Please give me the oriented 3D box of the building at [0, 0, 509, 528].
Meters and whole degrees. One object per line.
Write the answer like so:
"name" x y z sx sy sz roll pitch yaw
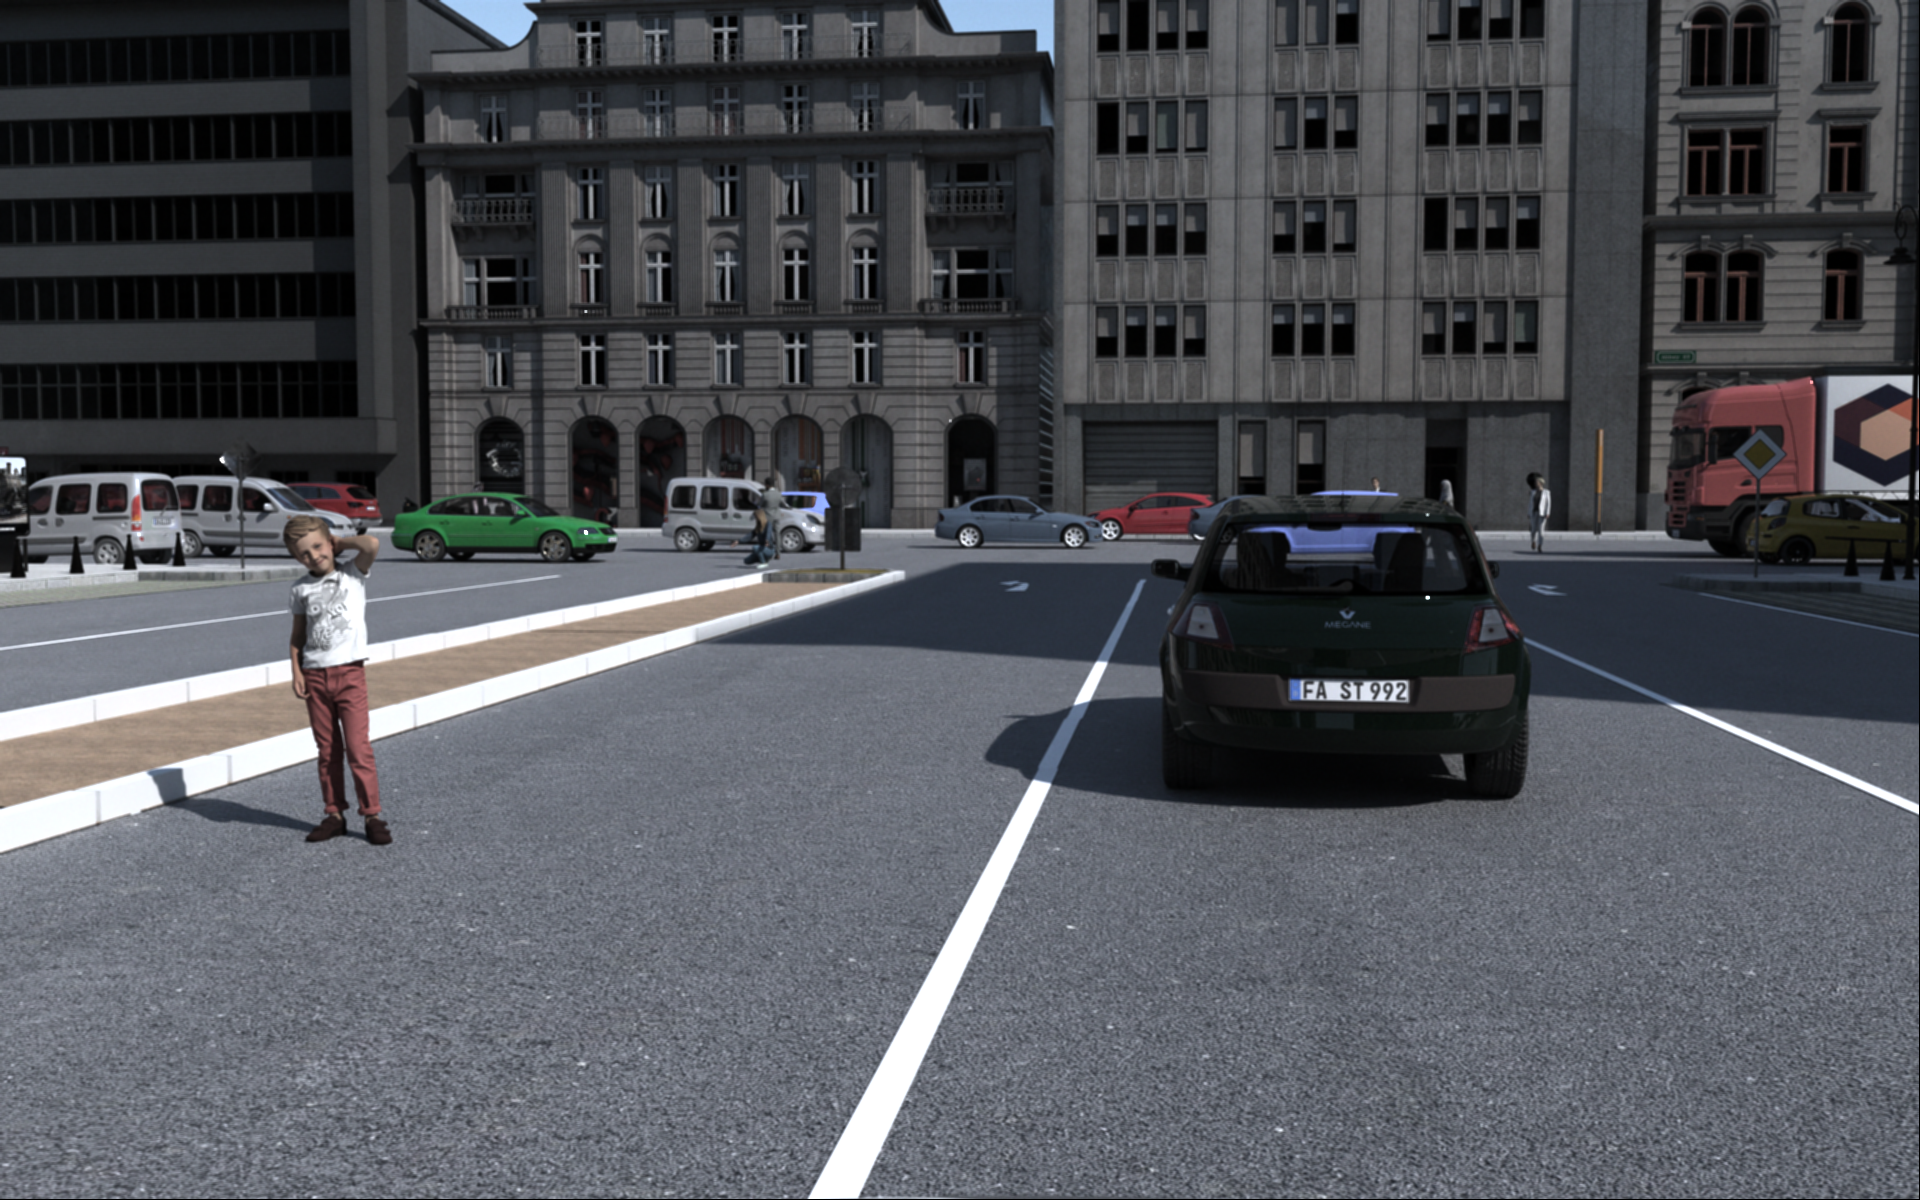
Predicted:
"building" -34.689 -15.489 72.305 30.058 24.678 14.314 0 4 7

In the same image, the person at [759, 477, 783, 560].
"person" -4.182 -1.797 38.056 0.466 1.800 0.511 3 4 38

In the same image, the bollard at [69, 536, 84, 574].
"bollard" -14.264 -0.729 27.957 0.229 0.601 0.229 0 3 0

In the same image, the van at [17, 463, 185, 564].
"van" -17.246 -1.619 33.486 4.112 2.044 2.013 0 4 8

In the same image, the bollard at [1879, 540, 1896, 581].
"bollard" 13.792 -0.593 25.734 0.229 0.601 0.229 0 3 0

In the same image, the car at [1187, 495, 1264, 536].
"car" 8.772 -2.298 49.575 4.499 1.417 2.014 0 4 6

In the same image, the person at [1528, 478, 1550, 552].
"person" 14.361 -2.116 42.981 0.514 1.842 0.818 1 4 15

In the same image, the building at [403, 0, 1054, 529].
"building" -7.815 -13.911 69.238 24.055 21.916 13.314 0 4 7

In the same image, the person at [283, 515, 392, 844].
"person" -2.567 0.321 7.158 0.435 1.345 0.340 -1 4 -8

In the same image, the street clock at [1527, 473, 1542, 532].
"street clock" 19.419 -3.303 58.573 0.358 2.002 0.471 -3 5 -42

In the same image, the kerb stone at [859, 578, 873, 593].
"kerb stone" -1.453 -0.192 25.364 0.120 0.150 1.000 0 4 7

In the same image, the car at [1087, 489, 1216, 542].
"car" 5.962 -2.696 53.113 4.494 1.783 2.155 1 4 9

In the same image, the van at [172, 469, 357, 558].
"van" -15.801 -1.969 39.197 4.112 2.044 2.013 0 4 6

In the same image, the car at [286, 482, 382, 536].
"car" -21.758 -2.957 57.013 5.304 1.827 2.281 1 4 9

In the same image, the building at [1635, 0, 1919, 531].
"building" 35.668 -16.917 63.988 23.554 28.519 14.401 0 4 7

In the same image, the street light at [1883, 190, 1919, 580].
"street light" 14.255 -3.244 25.834 0.468 5.910 1.993 0 4 7

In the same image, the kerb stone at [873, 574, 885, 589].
"kerb stone" -1.322 -0.252 26.392 0.120 0.150 1.000 0 4 7

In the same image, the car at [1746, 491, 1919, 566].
"car" 18.152 -1.523 35.118 3.980 1.641 2.015 0 4 6

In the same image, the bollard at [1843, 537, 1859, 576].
"bollard" 13.979 -0.679 27.145 0.229 0.601 0.229 0 3 0

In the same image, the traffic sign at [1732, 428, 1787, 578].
"traffic sign" 12.203 -1.398 26.504 0.795 2.450 0.064 0 4 7

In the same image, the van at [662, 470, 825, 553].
"van" -5.273 -2.202 43.017 4.112 2.044 2.013 0 4 8

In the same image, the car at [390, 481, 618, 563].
"car" -9.642 -1.714 36.813 4.718 1.807 1.959 0 4 8

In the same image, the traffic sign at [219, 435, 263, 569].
"traffic sign" -12.331 -1.595 29.722 0.795 2.450 0.064 0 4 7

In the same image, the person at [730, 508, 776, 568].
"person" -3.876 -1.192 33.490 0.738 1.151 1.012 -3 4 -37

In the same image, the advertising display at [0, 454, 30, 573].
"advertising display" -15.567 -1.403 28.145 0.123 1.923 0.974 1 4 19

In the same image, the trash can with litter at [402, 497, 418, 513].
"trash can with litter" -19.597 -3.129 62.540 1.055 1.170 0.624 -1 4 -21

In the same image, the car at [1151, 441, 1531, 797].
"car" 2.051 0.006 9.690 2.009 1.686 4.222 1 4 9

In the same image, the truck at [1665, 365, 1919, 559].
"truck" 21.232 -3.050 38.787 11.283 4.237 2.839 0 4 7

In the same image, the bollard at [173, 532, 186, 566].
"bollard" -13.890 -0.902 30.785 0.229 0.601 0.229 0 3 0

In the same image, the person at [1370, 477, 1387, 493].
"person" 10.281 -2.104 42.677 0.659 1.850 0.755 3 4 36

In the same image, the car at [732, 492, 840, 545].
"car" -5.051 -2.438 49.446 3.694 1.707 1.945 1 4 8

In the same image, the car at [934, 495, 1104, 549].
"car" 1.573 -2.085 46.086 4.499 1.417 2.014 0 4 5

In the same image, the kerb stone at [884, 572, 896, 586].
"kerb stone" -1.191 -0.319 27.409 0.120 0.150 1.000 0 4 7

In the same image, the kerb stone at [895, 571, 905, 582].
"kerb stone" -1.048 -0.381 28.425 0.120 0.150 1.000 0 4 7

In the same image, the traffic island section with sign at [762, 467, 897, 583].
"traffic island section with sign" -2.069 -1.257 28.683 2.006 1.907 1.989 0 4 7

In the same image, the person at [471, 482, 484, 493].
"person" -12.187 -2.123 43.874 0.621 1.740 0.551 -2 4 -33

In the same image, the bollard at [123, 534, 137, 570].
"bollard" -14.083 -0.815 29.367 0.229 0.601 0.229 0 3 0

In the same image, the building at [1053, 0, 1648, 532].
"building" 13.919 -15.134 65.467 19.932 24.808 12.078 0 4 7

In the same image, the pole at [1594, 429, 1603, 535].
"pole" 20.151 -3.719 54.654 0.158 3.312 0.155 0 3 0

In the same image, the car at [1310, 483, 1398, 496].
"car" 7.663 -1.633 36.287 3.694 1.707 1.945 1 4 9

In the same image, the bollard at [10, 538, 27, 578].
"bollard" -14.446 -0.642 26.546 0.229 0.601 0.229 0 3 0
